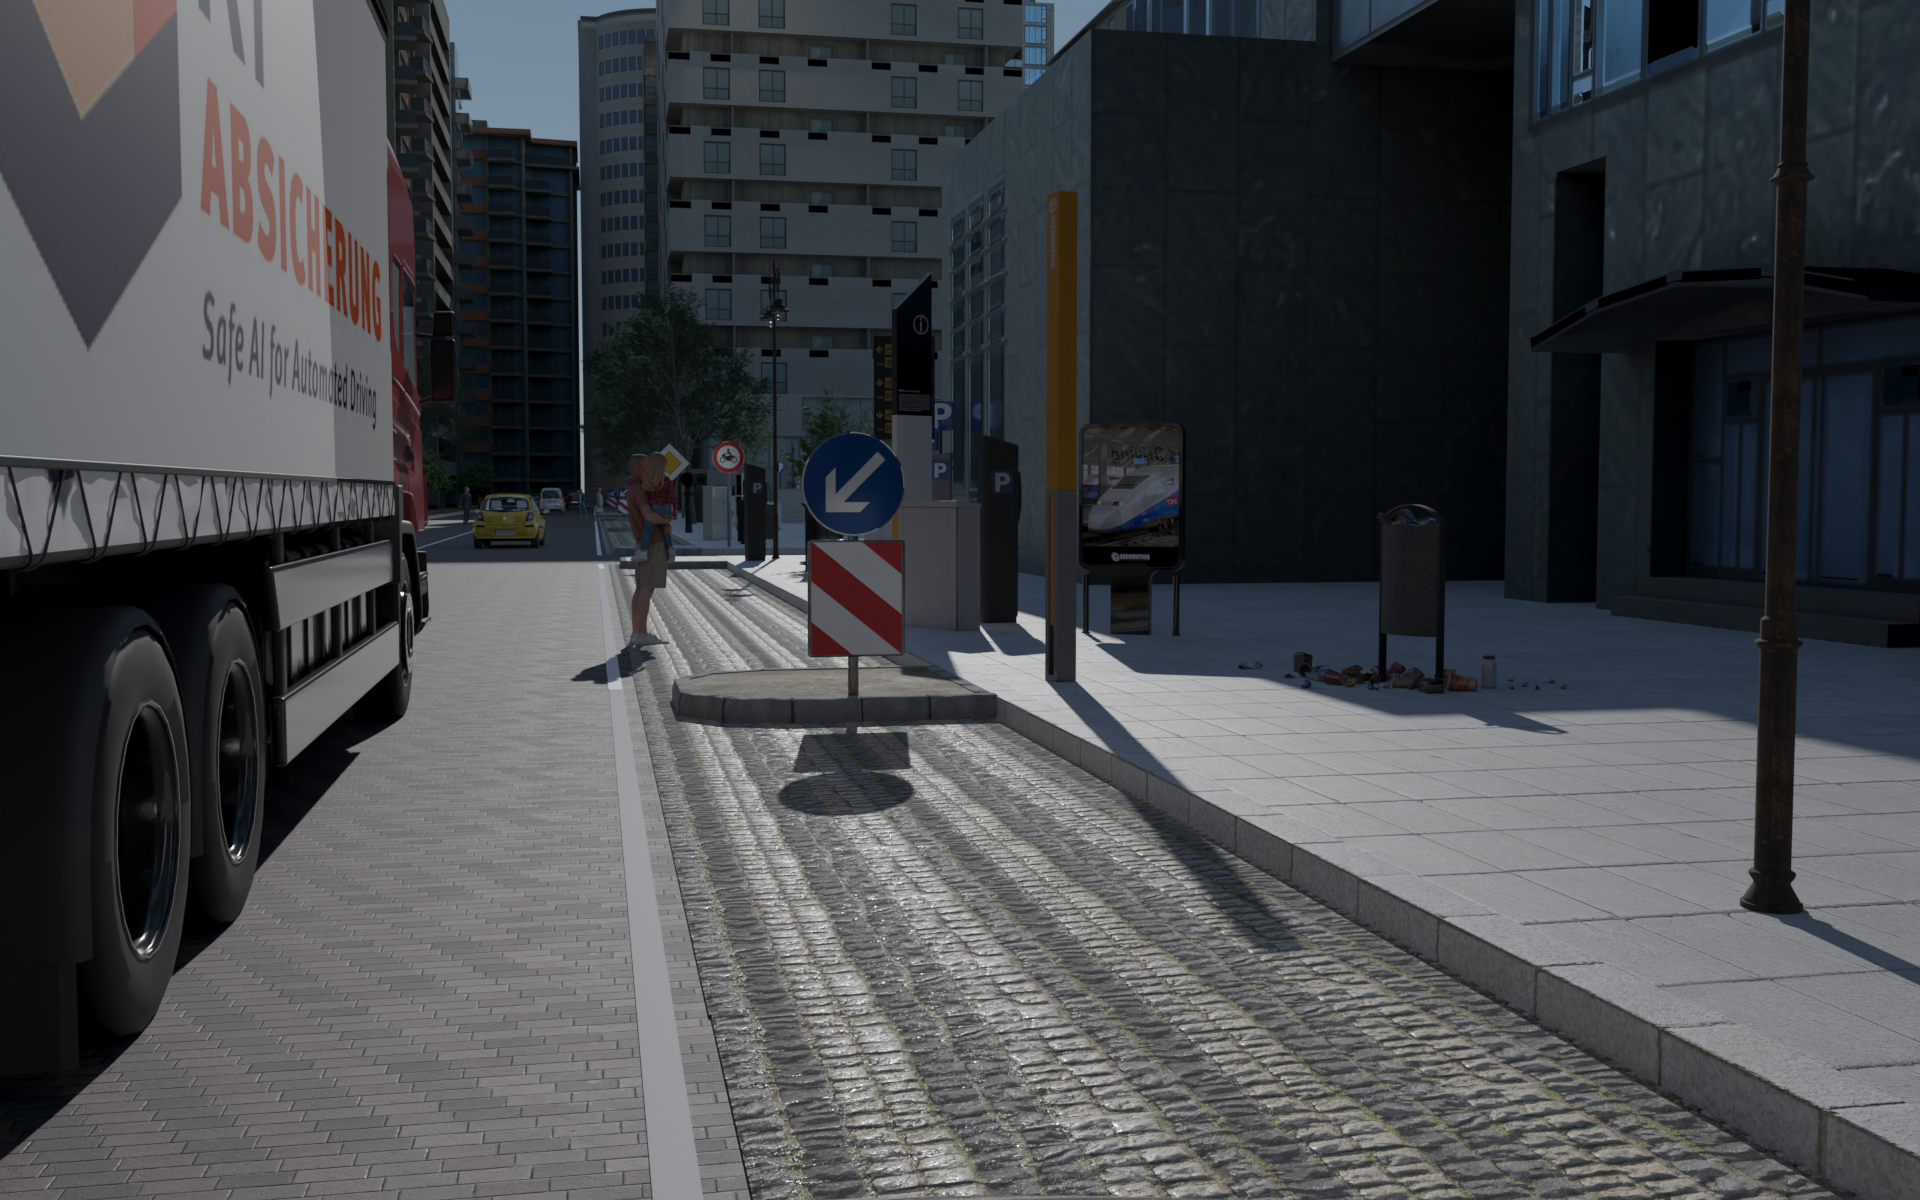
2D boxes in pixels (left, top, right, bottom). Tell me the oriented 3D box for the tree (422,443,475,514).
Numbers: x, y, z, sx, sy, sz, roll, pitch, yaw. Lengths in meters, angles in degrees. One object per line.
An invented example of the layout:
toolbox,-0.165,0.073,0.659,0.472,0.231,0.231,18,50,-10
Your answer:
tree,-34.494,-7.805,111.321,4.285,4.588,4.351,0,3,0

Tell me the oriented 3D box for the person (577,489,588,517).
person,-23.803,-6.129,109.052,0.623,1.781,0.721,1,4,20

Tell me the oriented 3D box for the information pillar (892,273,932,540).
information pillar,-0.495,-1.650,18.331,0.504,3.616,0.183,-3,5,-39

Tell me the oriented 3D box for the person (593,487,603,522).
person,-18.742,-4.952,89.825,0.624,1.780,0.694,-1,4,-20

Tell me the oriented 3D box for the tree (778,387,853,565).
tree,-2.529,-2.254,31.450,1.663,3.219,1.824,0,3,0

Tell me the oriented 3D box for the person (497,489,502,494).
person,-39.355,-8.536,148.074,1.348,1.824,0.705,0,4,-4

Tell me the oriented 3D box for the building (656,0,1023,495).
building,-10.501,-33.737,140.844,28.713,52.752,27.495,-1,4,-12

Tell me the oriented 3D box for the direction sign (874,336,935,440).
direction sign,-0.799,-2.014,24.921,0.876,3.537,0.379,0,4,-5

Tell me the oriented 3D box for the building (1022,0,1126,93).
building,23.743,-36.528,186.476,27.495,52.752,28.713,-1,4,-12

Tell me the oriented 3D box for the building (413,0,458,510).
building,-55.403,-32.112,148.738,21.300,48.544,21.600,-1,4,-12

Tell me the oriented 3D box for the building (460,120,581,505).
building,-59.550,-33.662,204.993,28.867,44.769,22.147,-1,4,-12

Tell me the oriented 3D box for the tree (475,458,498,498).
tree,-43.716,-10.629,157.494,4.285,4.588,4.351,0,3,0

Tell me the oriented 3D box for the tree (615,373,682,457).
tree,-17.983,-9.296,102.359,4.360,8.622,3.978,0,3,0

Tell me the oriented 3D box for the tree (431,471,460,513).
tree,-35.886,-7.667,119.962,1.663,3.219,1.824,0,3,0

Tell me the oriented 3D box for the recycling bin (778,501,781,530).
recycling bin,-6.724,-2.989,61.426,0.722,1.027,0.722,-1,4,-9

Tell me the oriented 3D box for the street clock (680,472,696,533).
street clock,-8.987,-3.227,57.327,0.471,2.002,0.358,1,4,19

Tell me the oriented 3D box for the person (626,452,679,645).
person,-2.959,-0.491,16.495,0.580,1.828,0.573,2,4,23

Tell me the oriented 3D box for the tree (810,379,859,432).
tree,-7.796,-9.875,111.823,4.360,8.622,3.978,0,3,0

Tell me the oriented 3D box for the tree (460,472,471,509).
tree,-43.795,-9.666,152.636,1.663,3.219,1.824,0,3,0

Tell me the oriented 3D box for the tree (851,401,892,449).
tree,-4.546,-9.595,107.233,4.737,8.622,4.395,0,3,0

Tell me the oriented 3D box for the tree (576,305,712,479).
tree,-20.641,-12.663,113.690,9.857,13.997,8.962,0,3,0

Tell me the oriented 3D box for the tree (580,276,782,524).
tree,-11.567,-8.530,73.883,8.767,10.594,7.601,-2,4,-35

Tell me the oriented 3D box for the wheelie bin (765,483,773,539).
wheelie bin,-5.688,-2.529,49.263,0.980,1.594,0.693,-3,5,-43

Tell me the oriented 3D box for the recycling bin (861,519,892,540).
recycling bin,-1.612,-1.365,34.880,0.722,1.027,0.722,-1,4,-8

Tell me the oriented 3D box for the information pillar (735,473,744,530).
information pillar,-7.781,-3.496,61.659,0.304,2.012,0.304,2,4,30

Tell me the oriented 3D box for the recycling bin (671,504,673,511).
recycling bin,-15.984,-5.026,94.723,0.722,1.027,0.722,-2,4,-32

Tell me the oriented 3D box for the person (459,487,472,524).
person,-23.438,-4.476,82.098,0.534,1.772,0.576,1,4,12

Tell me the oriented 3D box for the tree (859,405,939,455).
tree,-3.007,-9.268,101.889,4.360,8.622,3.978,0,3,0

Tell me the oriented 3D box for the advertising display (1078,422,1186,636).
advertising display,1.564,-0.647,15.791,0.974,1.923,0.123,1,4,20

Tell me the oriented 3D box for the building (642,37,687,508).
building,-22.137,-29.160,160.357,14.154,41.232,14.086,-1,4,-12

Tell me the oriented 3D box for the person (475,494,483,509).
person,-34.164,-6.812,123.131,0.557,1.426,1.065,-3,5,-43

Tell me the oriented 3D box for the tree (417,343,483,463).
tree,-32.178,-10.352,103.669,7.601,10.594,8.767,-1,4,-23

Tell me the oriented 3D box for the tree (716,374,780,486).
tree,-12.352,-9.088,98.953,4.737,8.622,4.395,0,3,0

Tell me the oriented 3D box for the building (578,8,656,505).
building,-31.470,-40.839,209.723,28.212,58.520,21.231,-1,4,-12
